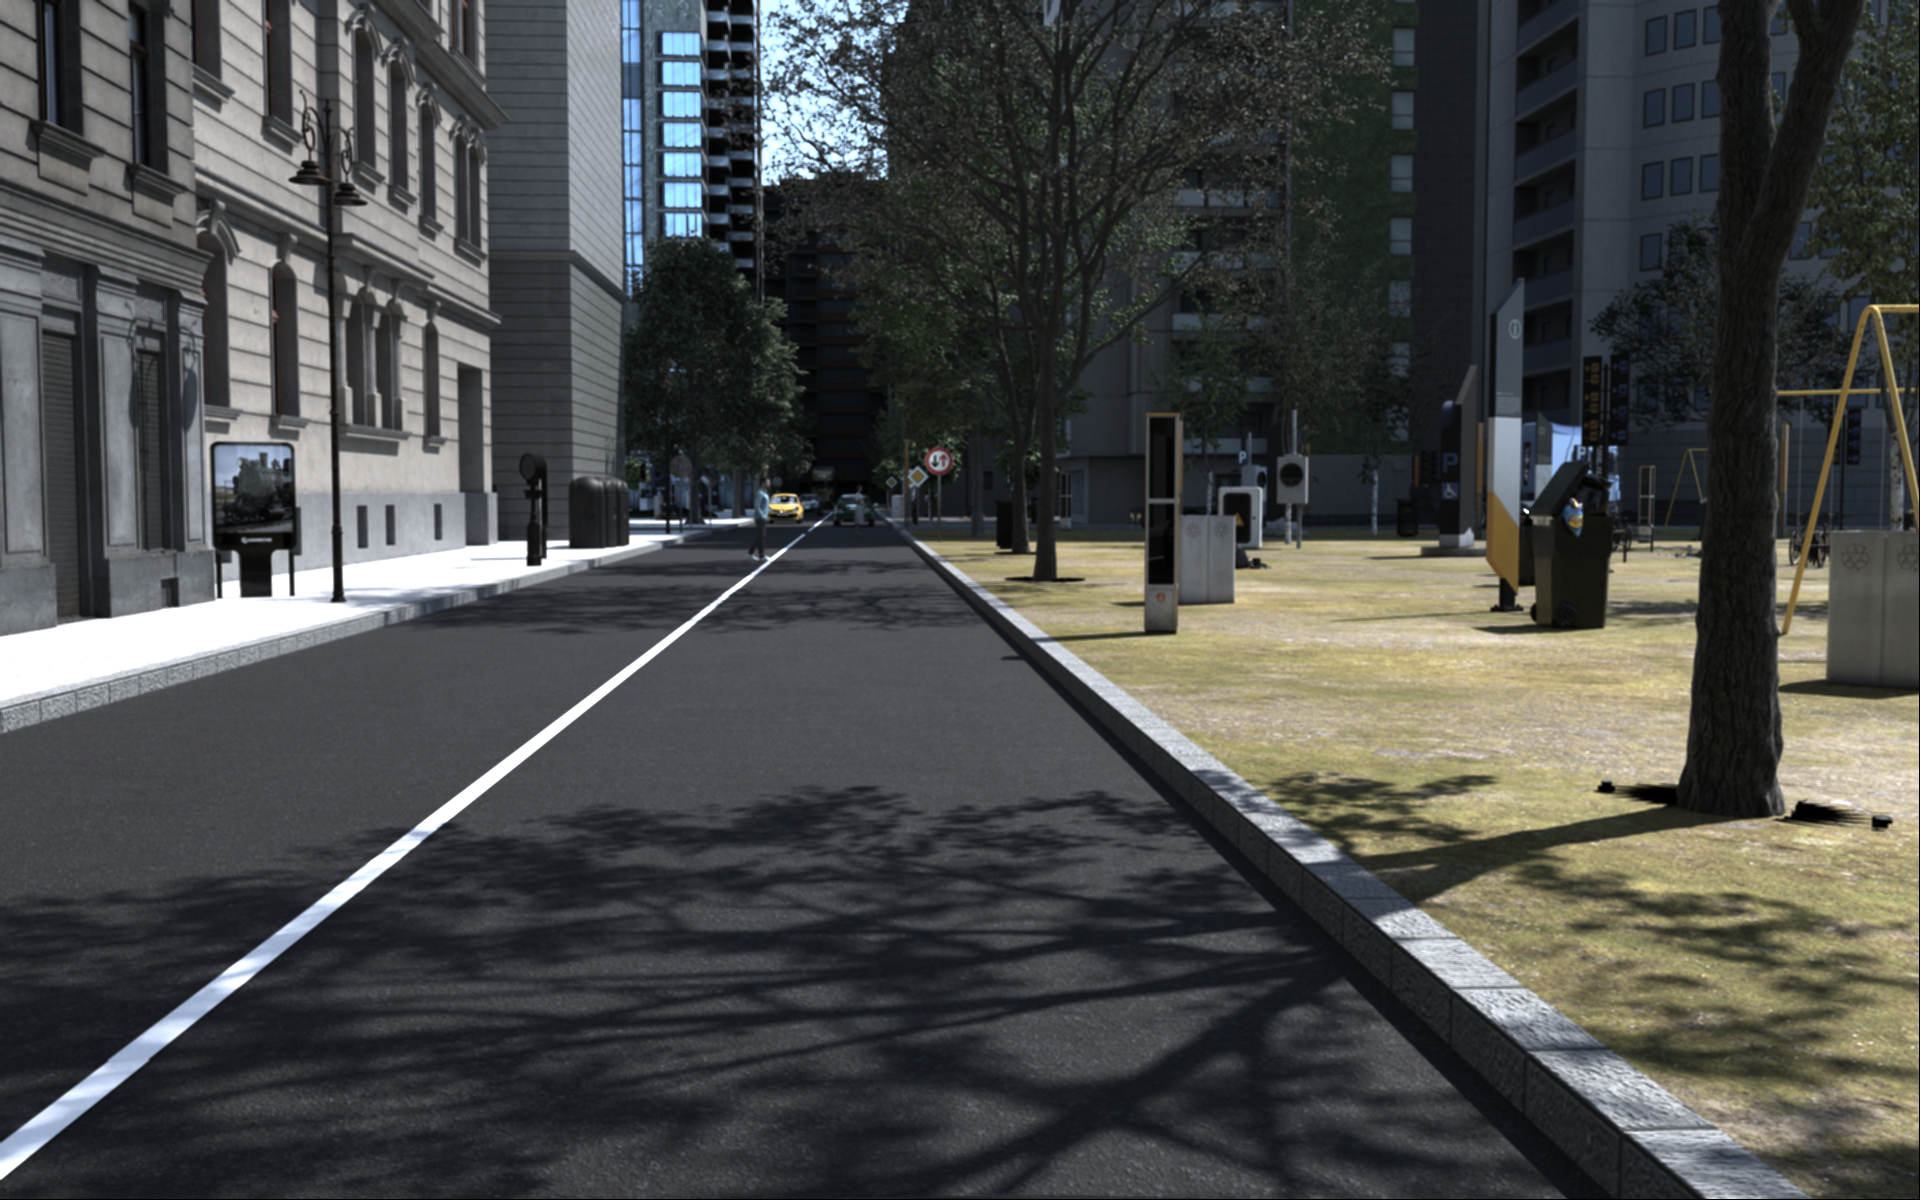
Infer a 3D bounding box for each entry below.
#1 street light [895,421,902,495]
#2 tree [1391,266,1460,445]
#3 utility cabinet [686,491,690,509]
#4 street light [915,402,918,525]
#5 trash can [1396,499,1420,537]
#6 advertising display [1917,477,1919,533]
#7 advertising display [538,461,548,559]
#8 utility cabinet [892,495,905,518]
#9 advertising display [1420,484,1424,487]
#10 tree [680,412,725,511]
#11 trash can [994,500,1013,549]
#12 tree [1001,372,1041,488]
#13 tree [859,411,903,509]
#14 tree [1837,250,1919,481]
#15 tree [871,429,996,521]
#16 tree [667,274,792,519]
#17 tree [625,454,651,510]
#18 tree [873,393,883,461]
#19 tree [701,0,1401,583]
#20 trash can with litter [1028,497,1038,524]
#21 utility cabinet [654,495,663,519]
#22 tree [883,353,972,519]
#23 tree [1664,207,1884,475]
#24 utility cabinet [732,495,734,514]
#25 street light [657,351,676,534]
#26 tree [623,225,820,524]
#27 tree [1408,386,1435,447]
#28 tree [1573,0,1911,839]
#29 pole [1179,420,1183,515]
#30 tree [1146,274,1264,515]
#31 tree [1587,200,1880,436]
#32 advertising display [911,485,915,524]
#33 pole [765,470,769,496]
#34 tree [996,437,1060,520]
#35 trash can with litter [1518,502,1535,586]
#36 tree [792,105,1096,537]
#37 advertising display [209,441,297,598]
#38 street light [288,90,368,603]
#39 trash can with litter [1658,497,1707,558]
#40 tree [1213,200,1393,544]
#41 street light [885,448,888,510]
[{"bbox_3d":[-3.827,-8.229,107.333,0.468,5.910,1.993,0,4,-3],"label":"street light"},{"bbox_3d":[13.406,-6.398,54.963,4.360,8.622,3.978,0,3,0],"label":"tree"},{"bbox_3d":[-17.344,-6.344,112.410,0.318,1.500,1.173,2,4,24],"label":"utility cabinet"},{"bbox_3d":[-1.797,-6.025,71.302,0.468,5.910,1.993,0,4,-3],"label":"street light"},{"bbox_3d":[13.418,-2.462,51.912,0.748,1.137,0.748,0,3,0],"label":"trash can"},{"bbox_3d":[26.974,-2.623,48.094,0.974,1.923,0.123,-1,4,-15],"label":"advertising display"},{"bbox_3d":[-8.350,-1.801,34.664,0.123,1.923,0.974,-1,4,-17],"label":"advertising display"},{"bbox_3d":[-3.302,-4.957,92.213,0.306,1.237,1.020,-2,4,-28],"label":"utility cabinet"},{"bbox_3d":[30.921,-6.777,116.016,0.123,1.923,0.974,0,4,8],"label":"advertising display"},{"bbox_3d":[-17.131,-10.190,116.973,4.737,8.622,4.395,0,3,0],"label":"tree"},{"bbox_3d":[1.158,-1.768,40.561,0.748,1.137,0.748,0,3,0],"label":"trash can"},{"bbox_3d":[4.640,-9.003,97.559,4.360,8.622,3.978,0,3,0],"label":"tree"},{"bbox_3d":[-6.569,-12.333,152.008,4.360,8.622,3.978,0,3,0],"label":"tree"},{"bbox_3d":[24.452,-5.596,41.860,4.360,8.622,3.978,0,3,0],"label":"tree"},{"bbox_3d":[-1.328,-6.029,82.293,4.285,4.588,4.351,0,3,0],"label":"tree"},{"bbox_3d":[-11.697,-10.490,89.633,7.486,12.596,7.792,0,3,0],"label":"tree"},{"bbox_3d":[-26.313,-9.570,140.181,4.285,4.588,4.351,0,3,0],"label":"tree"},{"bbox_3d":[-2.504,-8.928,96.341,4.737,8.622,4.395,0,3,0],"label":"tree"},{"bbox_3d":[1.376,-7.027,25.257,12.009,13.543,11.850,0,3,0],"label":"tree"},{"bbox_3d":[3.500,-3.877,74.781,1.055,1.170,0.624,-2,4,-24],"label":"trash can with litter"},{"bbox_3d":[-15.557,-4.781,89.336,0.306,1.237,1.020,0,4,0],"label":"utility cabinet"},{"bbox_3d":[-1.280,-8.423,88.080,4.737,8.622,4.395,0,3,0],"label":"tree"},{"bbox_3d":[18.868,-5.595,41.841,4.360,8.622,3.978,0,3,0],"label":"tree"},{"bbox_3d":[-13.156,-5.589,102.540,0.306,1.237,1.020,1,4,19],"label":"utility cabinet"},{"bbox_3d":[-9.468,-5.088,55.973,0.468,5.910,1.993,0,4,-3],"label":"street light"},{"bbox_3d":[-11.506,-9.602,74.005,9.611,12.733,9.660,0,3,0],"label":"tree"},{"bbox_3d":[20.764,-8.238,85.049,4.737,8.622,4.395,0,3,0],"label":"tree"},{"bbox_3d":[3.319,-4.950,6.684,9.928,11.665,9.643,0,3,0],"label":"tree"},{"bbox_3d":[6.070,-3.314,48.021,0.158,3.312,0.155,0,3,0],"label":"pole"},{"bbox_3d":[8.376,-6.607,58.389,4.737,8.622,4.395,0,3,0],"label":"tree"},{"bbox_3d":[24.428,-7.333,54.308,8.767,10.594,7.601,0,3,0],"label":"tree"},{"bbox_3d":[-1.930,-4.189,73.711,0.123,1.923,0.974,-1,4,-13],"label":"advertising display"},{"bbox_3d":[-12.680,-7.336,113.783,0.158,3.312,0.155,0,3,0],"label":"pole"},{"bbox_3d":[3.206,-6.279,86.367,4.285,4.588,4.351,0,3,0],"label":"tree"},{"bbox_3d":[8.242,-0.789,24.293,1.055,1.170,0.624,2,4,32],"label":"trash can with litter"},{"bbox_3d":[0.103,-8.149,51.358,7.486,12.596,7.792,0,3,0],"label":"tree"},{"bbox_3d":[-8.765,-0.996,21.504,0.974,1.923,0.123,-2,4,-32],"label":"advertising display"},{"bbox_3d":[-7.382,-2.912,20.392,0.468,5.910,1.993,0,4,-3],"label":"street light"},{"bbox_3d":[15.077,-1.483,35.313,1.678,1.210,2.233,2,4,26],"label":"trash can with litter"},{"bbox_3d":[8.678,-5.744,44.271,4.360,8.622,3.978,0,3,0],"label":"tree"},{"bbox_3d":[-6.074,-10.402,142.865,0.468,5.910,1.993,0,4,-3],"label":"street light"}]
